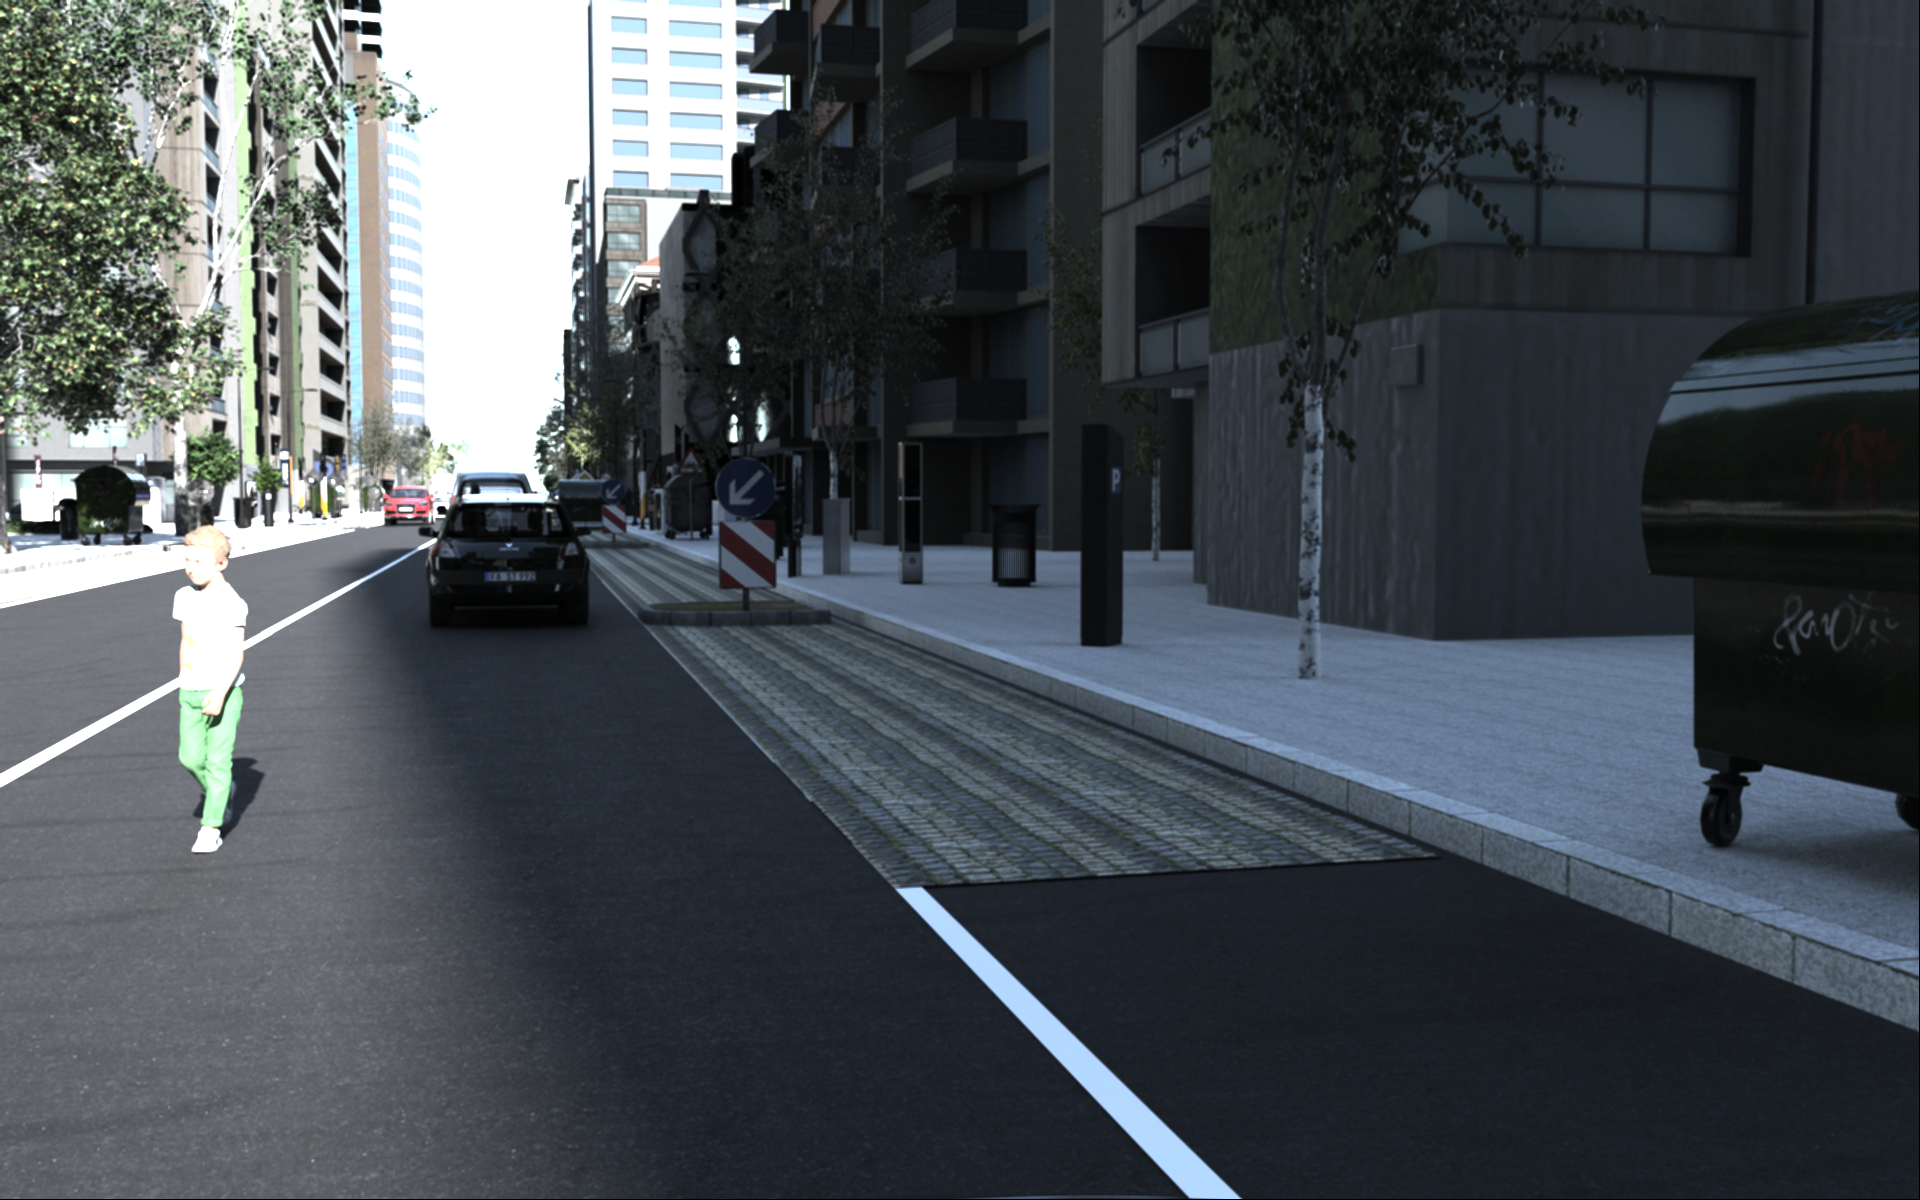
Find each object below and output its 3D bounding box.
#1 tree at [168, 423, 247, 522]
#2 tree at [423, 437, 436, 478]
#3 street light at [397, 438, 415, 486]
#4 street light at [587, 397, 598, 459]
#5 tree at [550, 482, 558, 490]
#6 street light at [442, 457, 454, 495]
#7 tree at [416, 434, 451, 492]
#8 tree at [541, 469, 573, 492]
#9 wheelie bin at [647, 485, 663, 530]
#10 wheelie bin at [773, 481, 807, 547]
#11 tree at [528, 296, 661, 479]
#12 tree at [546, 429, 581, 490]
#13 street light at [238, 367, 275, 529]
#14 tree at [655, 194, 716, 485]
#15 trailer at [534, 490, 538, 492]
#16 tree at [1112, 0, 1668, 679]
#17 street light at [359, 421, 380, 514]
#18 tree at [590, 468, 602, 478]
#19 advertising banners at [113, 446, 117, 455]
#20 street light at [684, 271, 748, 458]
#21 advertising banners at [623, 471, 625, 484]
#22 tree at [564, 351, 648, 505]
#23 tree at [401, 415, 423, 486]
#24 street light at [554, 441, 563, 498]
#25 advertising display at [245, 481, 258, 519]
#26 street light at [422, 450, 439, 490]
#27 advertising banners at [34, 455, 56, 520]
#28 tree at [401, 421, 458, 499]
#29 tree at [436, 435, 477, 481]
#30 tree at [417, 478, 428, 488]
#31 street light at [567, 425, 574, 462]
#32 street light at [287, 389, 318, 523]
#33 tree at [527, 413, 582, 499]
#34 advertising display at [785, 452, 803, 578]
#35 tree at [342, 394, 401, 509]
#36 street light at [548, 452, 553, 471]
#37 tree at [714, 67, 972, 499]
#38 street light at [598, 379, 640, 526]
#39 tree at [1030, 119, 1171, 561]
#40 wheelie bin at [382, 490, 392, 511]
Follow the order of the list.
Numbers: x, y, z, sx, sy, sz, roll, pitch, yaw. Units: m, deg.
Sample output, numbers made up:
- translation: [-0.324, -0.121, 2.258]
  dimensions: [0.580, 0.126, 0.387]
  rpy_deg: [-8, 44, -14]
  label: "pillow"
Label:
- translation: [-35.065, -5.935, 80.750]
  dimensions: [4.285, 4.588, 4.351]
  rpy_deg: [0, 3, 0]
  label: "tree"
- translation: [-50.115, -12.680, 157.675]
  dimensions: [4.360, 8.622, 3.978]
  rpy_deg: [0, 3, 0]
  label: "tree"
- translation: [-47.505, -10.791, 148.966]
  dimensions: [1.470, 5.913, 1.316]
  rpy_deg: [-1, 4, -14]
  label: "street light"
- translation: [-17.051, -6.769, 83.207]
  dimensions: [1.470, 5.913, 1.316]
  rpy_deg: [-1, 4, -14]
  label: "street light"
- translation: [-56.438, -15.087, 241.272]
  dimensions: [1.663, 3.219, 1.824]
  rpy_deg: [0, 3, 0]
  label: "tree"
- translation: [-68.063, -15.719, 229.539]
  dimensions: [1.470, 5.913, 1.316]
  rpy_deg: [-1, 4, -14]
  label: "street light"
- translation: [-64.437, -15.983, 211.685]
  dimensions: [4.737, 8.622, 4.395]
  rpy_deg: [0, 3, 0]
  label: "tree"
- translation: [-46.069, -13.490, 204.271]
  dimensions: [4.285, 4.588, 4.351]
  rpy_deg: [0, 3, 0]
  label: "tree"
- translation: [-10.740, -3.287, 61.645]
  dimensions: [0.693, 1.594, 0.980]
  rpy_deg: [-2, 4, -32]
  label: "wheelie bin"
- translation: [-4.200, -2.087, 42.030]
  dimensions: [0.980, 1.594, 0.693]
  rpy_deg: [0, 4, 1]
  label: "wheelie bin"
- translation: [-21.693, -12.068, 107.674]
  dimensions: [12.009, 13.543, 11.850]
  rpy_deg: [0, 3, 0]
  label: "tree"
- translation: [-42.710, -14.439, 186.440]
  dimensions: [4.360, 8.622, 3.978]
  rpy_deg: [0, 3, 0]
  label: "tree"
- translation: [-25.701, -5.548, 63.251]
  dimensions: [1.470, 5.913, 1.316]
  rpy_deg: [-1, 4, -14]
  label: "street light"
- translation: [-5.230, -5.582, 41.620]
  dimensions: [4.360, 8.622, 3.978]
  rpy_deg: [0, 3, 0]
  label: "tree"
- translation: [-67.952, -16.499, 276.814]
  dimensions: [1.471, 1.999, 3.904]
  rpy_deg: [-1, 4, -12]
  label: "trailer"
- translation: [2.669, -3.761, 11.859]
  dimensions: [4.360, 8.622, 3.978]
  rpy_deg: [0, 3, 0]
  label: "tree"
- translation: [-37.631, -8.427, 110.326]
  dimensions: [1.470, 5.913, 1.316]
  rpy_deg: [-1, 4, -14]
  label: "street light"
- translation: [-27.314, -8.251, 129.511]
  dimensions: [1.663, 3.219, 1.824]
  rpy_deg: [0, 3, 0]
  label: "tree"
- translation: [-30.630, -4.054, 62.471]
  dimensions: [0.090, 3.025, 2.074]
  rpy_deg: [-1, 4, -13]
  label: "advertising banners"
- translation: [-5.049, -3.900, 36.312]
  dimensions: [1.470, 5.913, 1.316]
  rpy_deg: [-1, 4, -14]
  label: "street light"
- translation: [-25.336, -8.163, 129.657]
  dimensions: [0.090, 3.025, 2.074]
  rpy_deg: [0, 4, 3]
  label: "advertising banners"
- translation: [-17.738, -8.426, 88.129]
  dimensions: [4.737, 8.622, 4.395]
  rpy_deg: [0, 3, 0]
  label: "tree"
- translation: [-45.986, -11.443, 137.461]
  dimensions: [4.360, 8.622, 3.978]
  rpy_deg: [0, 3, 0]
  label: "tree"
- translation: [-35.803, -11.279, 156.949]
  dimensions: [1.470, 5.913, 1.316]
  rpy_deg: [-1, 4, -14]
  label: "street light"
- translation: [-36.370, -5.118, 88.894]
  dimensions: [0.123, 1.923, 0.974]
  rpy_deg: [1, 4, 8]
  label: "advertising display"
- translation: [-56.137, -12.861, 182.812]
  dimensions: [1.470, 5.913, 1.316]
  rpy_deg: [-1, 4, -14]
  label: "street light"
- translation: [-41.556, -5.060, 78.918]
  dimensions: [0.090, 3.025, 2.074]
  rpy_deg: [0, 4, 3]
  label: "advertising banners"
- translation: [-67.903, -17.598, 222.142]
  dimensions: [7.601, 10.594, 8.767]
  rpy_deg: [2, 4, 27]
  label: "tree"
- translation: [-88.087, -23.046, 302.561]
  dimensions: [9.928, 11.665, 9.643]
  rpy_deg: [0, 3, 0]
  label: "tree"
- translation: [-58.035, -11.786, 187.309]
  dimensions: [1.663, 3.219, 1.824]
  rpy_deg: [0, 3, 0]
  label: "tree"
- translation: [-25.680, -8.837, 117.027]
  dimensions: [1.470, 5.913, 1.316]
  rpy_deg: [-1, 4, -14]
  label: "street light"
- translation: [-28.942, -6.341, 76.211]
  dimensions: [1.470, 5.913, 1.316]
  rpy_deg: [-1, 4, -14]
  label: "street light"
- translation: [-54.049, -19.170, 231.547]
  dimensions: [7.486, 12.596, 7.792]
  rpy_deg: [0, 3, 0]
  label: "tree"
- translation: [-2.582, -1.332, 26.994]
  dimensions: [0.123, 1.923, 0.974]
  rpy_deg: [0, 4, 4]
  label: "advertising display"
- translation: [-44.903, -11.099, 131.827]
  dimensions: [4.360, 8.622, 3.978]
  rpy_deg: [0, 3, 0]
  label: "tree"
- translation: [-44.502, -13.385, 191.382]
  dimensions: [1.470, 5.913, 1.316]
  rpy_deg: [-1, 4, -14]
  label: "street light"
- translation: [-2.040, -4.932, 30.997]
  dimensions: [4.360, 8.622, 3.978]
  rpy_deg: [0, 3, 0]
  label: "tree"
- translation: [-13.734, -5.968, 70.119]
  dimensions: [1.470, 5.913, 1.316]
  rpy_deg: [-1, 4, -14]
  label: "street light"
- translation: [3.516, -5.052, 32.961]
  dimensions: [4.737, 8.622, 4.395]
  rpy_deg: [0, 3, 0]
  label: "tree"
- translation: [-43.366, -7.553, 131.396]
  dimensions: [0.980, 1.594, 0.693]
  rpy_deg: [-2, 4, -27]
  label: "wheelie bin"
